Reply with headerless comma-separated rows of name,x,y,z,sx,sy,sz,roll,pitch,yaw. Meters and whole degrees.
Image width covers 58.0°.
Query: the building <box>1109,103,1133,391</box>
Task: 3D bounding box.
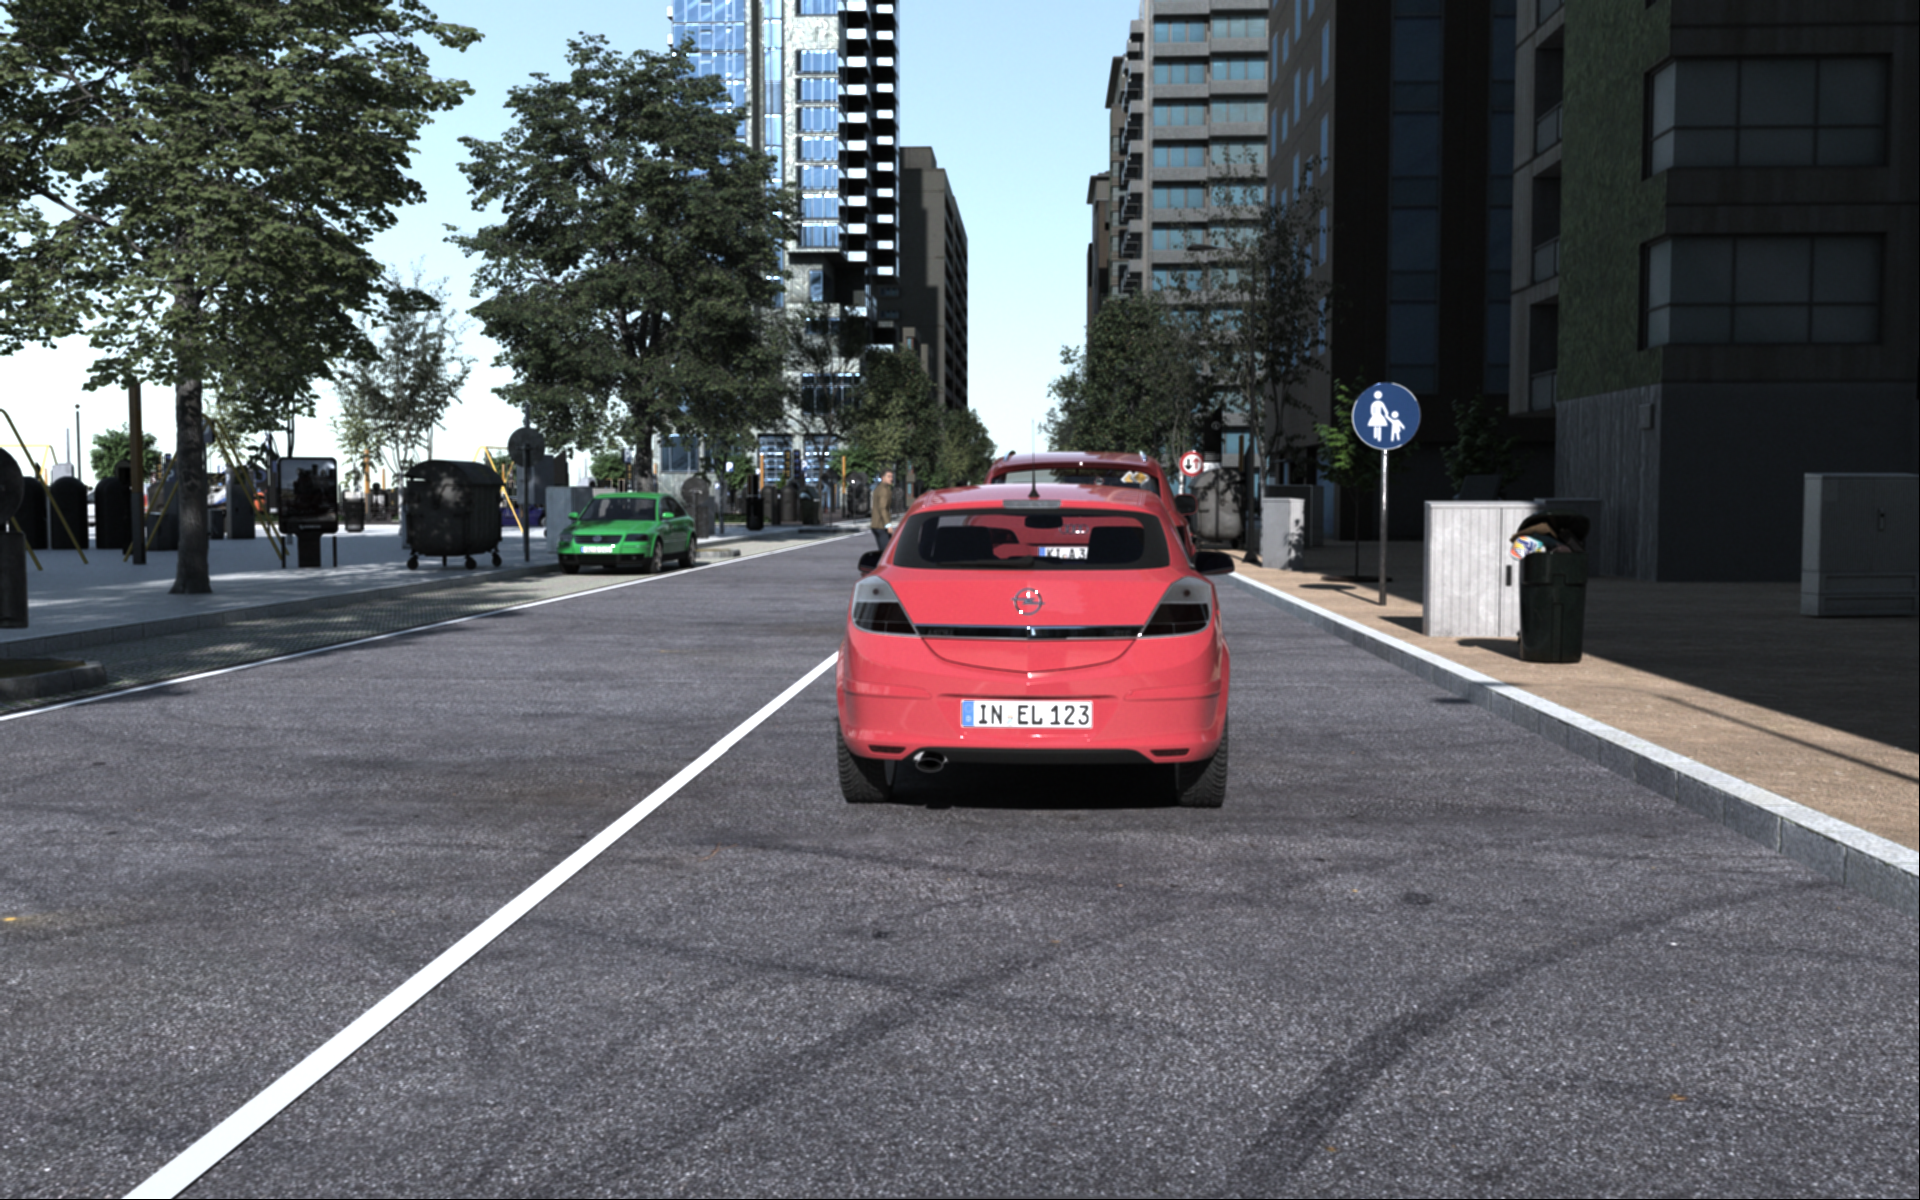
building,22.827,-30.631,184.407,14.154,41.232,14.086,0,4,3

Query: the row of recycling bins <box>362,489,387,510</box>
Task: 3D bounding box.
row of recycling bins,-43.865,-7.639,132.017,1.069,1.692,3.534,2,4,26

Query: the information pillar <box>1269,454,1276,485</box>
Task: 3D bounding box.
information pillar,15.266,-5.679,84.205,0.504,3.616,0.183,2,4,28

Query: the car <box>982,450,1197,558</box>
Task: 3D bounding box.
car,1.081,-0.450,16.023,2.281,1.827,5.304,0,4,4

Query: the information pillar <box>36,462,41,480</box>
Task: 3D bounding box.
information pillar,-66.717,-8.201,125.435,0.183,3.616,0.504,0,4,5

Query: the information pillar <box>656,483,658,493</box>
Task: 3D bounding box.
information pillar,-19.441,-6.481,110.448,0.304,2.012,0.304,2,4,27

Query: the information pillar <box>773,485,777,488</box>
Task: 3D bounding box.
information pillar,-15.404,-8.540,144.114,0.304,2.012,0.304,0,4,1

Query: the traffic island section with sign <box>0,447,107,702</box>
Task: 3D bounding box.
traffic island section with sign,-7.392,-0.236,12.486,1.989,1.847,2.006,0,4,3

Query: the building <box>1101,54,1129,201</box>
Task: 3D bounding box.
building,31.898,-37.646,204.753,28.713,52.752,27.495,0,4,3

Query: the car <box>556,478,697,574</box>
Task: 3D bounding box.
car,-6.128,-1.429,32.166,1.959,1.807,4.718,0,4,4

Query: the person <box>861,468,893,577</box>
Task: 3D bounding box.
person,-1.227,-1.149,27.194,0.656,1.842,0.836,3,5,40

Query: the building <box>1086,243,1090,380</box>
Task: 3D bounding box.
building,28.852,-39.652,298.412,14.600,45.320,14.200,0,4,3

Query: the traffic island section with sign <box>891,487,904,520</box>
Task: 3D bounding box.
traffic island section with sign,-3.365,-5.289,95.099,1.989,1.847,2.006,0,4,3

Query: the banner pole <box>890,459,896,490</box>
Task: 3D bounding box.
banner pole,-4.719,-8.042,121.508,0.401,3.779,0.863,-3,4,-39

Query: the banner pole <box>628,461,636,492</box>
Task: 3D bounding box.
banner pole,-24.606,-8.544,129.710,0.863,3.779,0.401,-1,4,-13

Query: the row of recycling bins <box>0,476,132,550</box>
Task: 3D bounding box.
row of recycling bins,-21.215,-2.036,40.398,3.534,1.692,1.069,-1,4,-15

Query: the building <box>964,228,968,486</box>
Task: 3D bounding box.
building,-9.829,-40.674,288.726,21.300,48.544,21.600,0,4,3

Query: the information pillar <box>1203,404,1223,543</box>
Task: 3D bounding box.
information pillar,6.627,-3.303,45.362,0.504,3.616,0.183,1,4,19

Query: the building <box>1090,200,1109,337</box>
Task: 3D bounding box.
building,27.162,-37.082,256.396,14.600,45.320,14.200,0,4,3

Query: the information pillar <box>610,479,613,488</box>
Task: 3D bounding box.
information pillar,-16.975,-4.852,83.830,0.304,2.012,0.304,0,4,-7

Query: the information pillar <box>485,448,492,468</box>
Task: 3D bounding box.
information pillar,-23.271,-5.757,85.475,0.504,3.616,0.183,3,5,42

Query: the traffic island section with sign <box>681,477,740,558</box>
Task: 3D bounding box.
traffic island section with sign,-6.069,-1.883,39.409,1.989,1.847,2.006,0,4,3

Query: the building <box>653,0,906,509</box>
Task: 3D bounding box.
building,-15.881,-51.981,162.565,22.319,86.520,31.000,0,4,3

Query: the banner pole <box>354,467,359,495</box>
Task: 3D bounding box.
banner pole,-49.594,-9.311,142.255,0.863,3.779,0.401,3,5,41

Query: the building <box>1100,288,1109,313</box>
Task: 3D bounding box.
building,26.517,-28.786,242.357,14.160,30.474,14.107,0,4,3

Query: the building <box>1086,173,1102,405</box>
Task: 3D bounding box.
building,34.813,-42.042,276.630,28.713,52.752,27.495,0,4,3

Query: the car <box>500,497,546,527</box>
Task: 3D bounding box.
car,-17.515,-3.478,69.448,3.894,1.354,1.945,0,4,2

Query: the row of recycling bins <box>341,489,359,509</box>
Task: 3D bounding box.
row of recycling bins,-51.380,-8.682,149.062,3.534,1.692,1.069,-2,4,-27

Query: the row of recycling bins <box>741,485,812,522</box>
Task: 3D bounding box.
row of recycling bins,-8.485,-4.531,81.194,3.534,1.692,1.069,0,4,-6

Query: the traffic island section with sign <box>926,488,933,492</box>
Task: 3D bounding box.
traffic island section with sign,-2.045,-6.935,122.022,1.989,1.847,2.006,0,4,3

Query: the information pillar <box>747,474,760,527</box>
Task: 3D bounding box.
information pillar,-7.659,-3.647,64.115,0.304,2.012,0.304,-3,5,-43

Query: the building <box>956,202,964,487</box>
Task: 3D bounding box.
building,-10.935,-39.313,266.471,21.300,48.544,21.600,0,4,3

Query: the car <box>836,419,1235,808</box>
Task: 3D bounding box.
car,0.449,-0.025,9.451,2.155,1.783,4.494,0,4,4

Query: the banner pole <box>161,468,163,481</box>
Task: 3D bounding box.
banner pole,-67.345,-9.527,145.785,0.863,3.779,0.401,1,4,10

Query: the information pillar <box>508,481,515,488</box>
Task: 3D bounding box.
information pillar,-25.074,-5.647,96.822,0.304,2.012,0.304,-3,5,-43

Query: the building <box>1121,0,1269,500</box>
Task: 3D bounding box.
building,26.509,-33.119,161.096,23.786,49.044,30.456,0,4,3

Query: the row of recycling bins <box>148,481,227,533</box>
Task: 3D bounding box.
row of recycling bins,-24.948,-3.008,56.298,1.069,1.692,3.534,1,4,17

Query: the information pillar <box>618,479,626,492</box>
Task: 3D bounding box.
information pillar,-16.442,-4.891,84.456,0.304,2.012,0.304,1,4,17

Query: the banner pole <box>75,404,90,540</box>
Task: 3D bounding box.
banner pole,-24.601,-3.571,48.407,0.401,3.779,0.863,-2,4,-24

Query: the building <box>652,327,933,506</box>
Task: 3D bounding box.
building,-17.766,-21.380,194.600,27.650,21.520,28.899,0,4,3

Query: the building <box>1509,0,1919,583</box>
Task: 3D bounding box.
building,17.479,-21.213,30.430,14.154,41.232,14.086,0,4,3

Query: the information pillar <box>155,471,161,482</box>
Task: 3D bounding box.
information pillar,-60.796,-8.562,131.335,0.504,3.616,0.183,1,4,23

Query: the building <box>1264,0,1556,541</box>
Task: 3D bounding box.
building,17.269,-24.607,52.443,14.600,45.320,14.200,0,4,3

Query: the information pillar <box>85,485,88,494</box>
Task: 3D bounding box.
information pillar,-69.523,-8.146,137.684,0.304,2.012,0.304,3,5,44

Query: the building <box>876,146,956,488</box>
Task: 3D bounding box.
building,-12.166,-37.997,244.946,21.300,48.544,21.600,0,4,3

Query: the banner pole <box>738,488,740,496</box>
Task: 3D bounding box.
banner pole,-17.625,-9.148,139.580,0.863,3.779,0.401,1,4,19
